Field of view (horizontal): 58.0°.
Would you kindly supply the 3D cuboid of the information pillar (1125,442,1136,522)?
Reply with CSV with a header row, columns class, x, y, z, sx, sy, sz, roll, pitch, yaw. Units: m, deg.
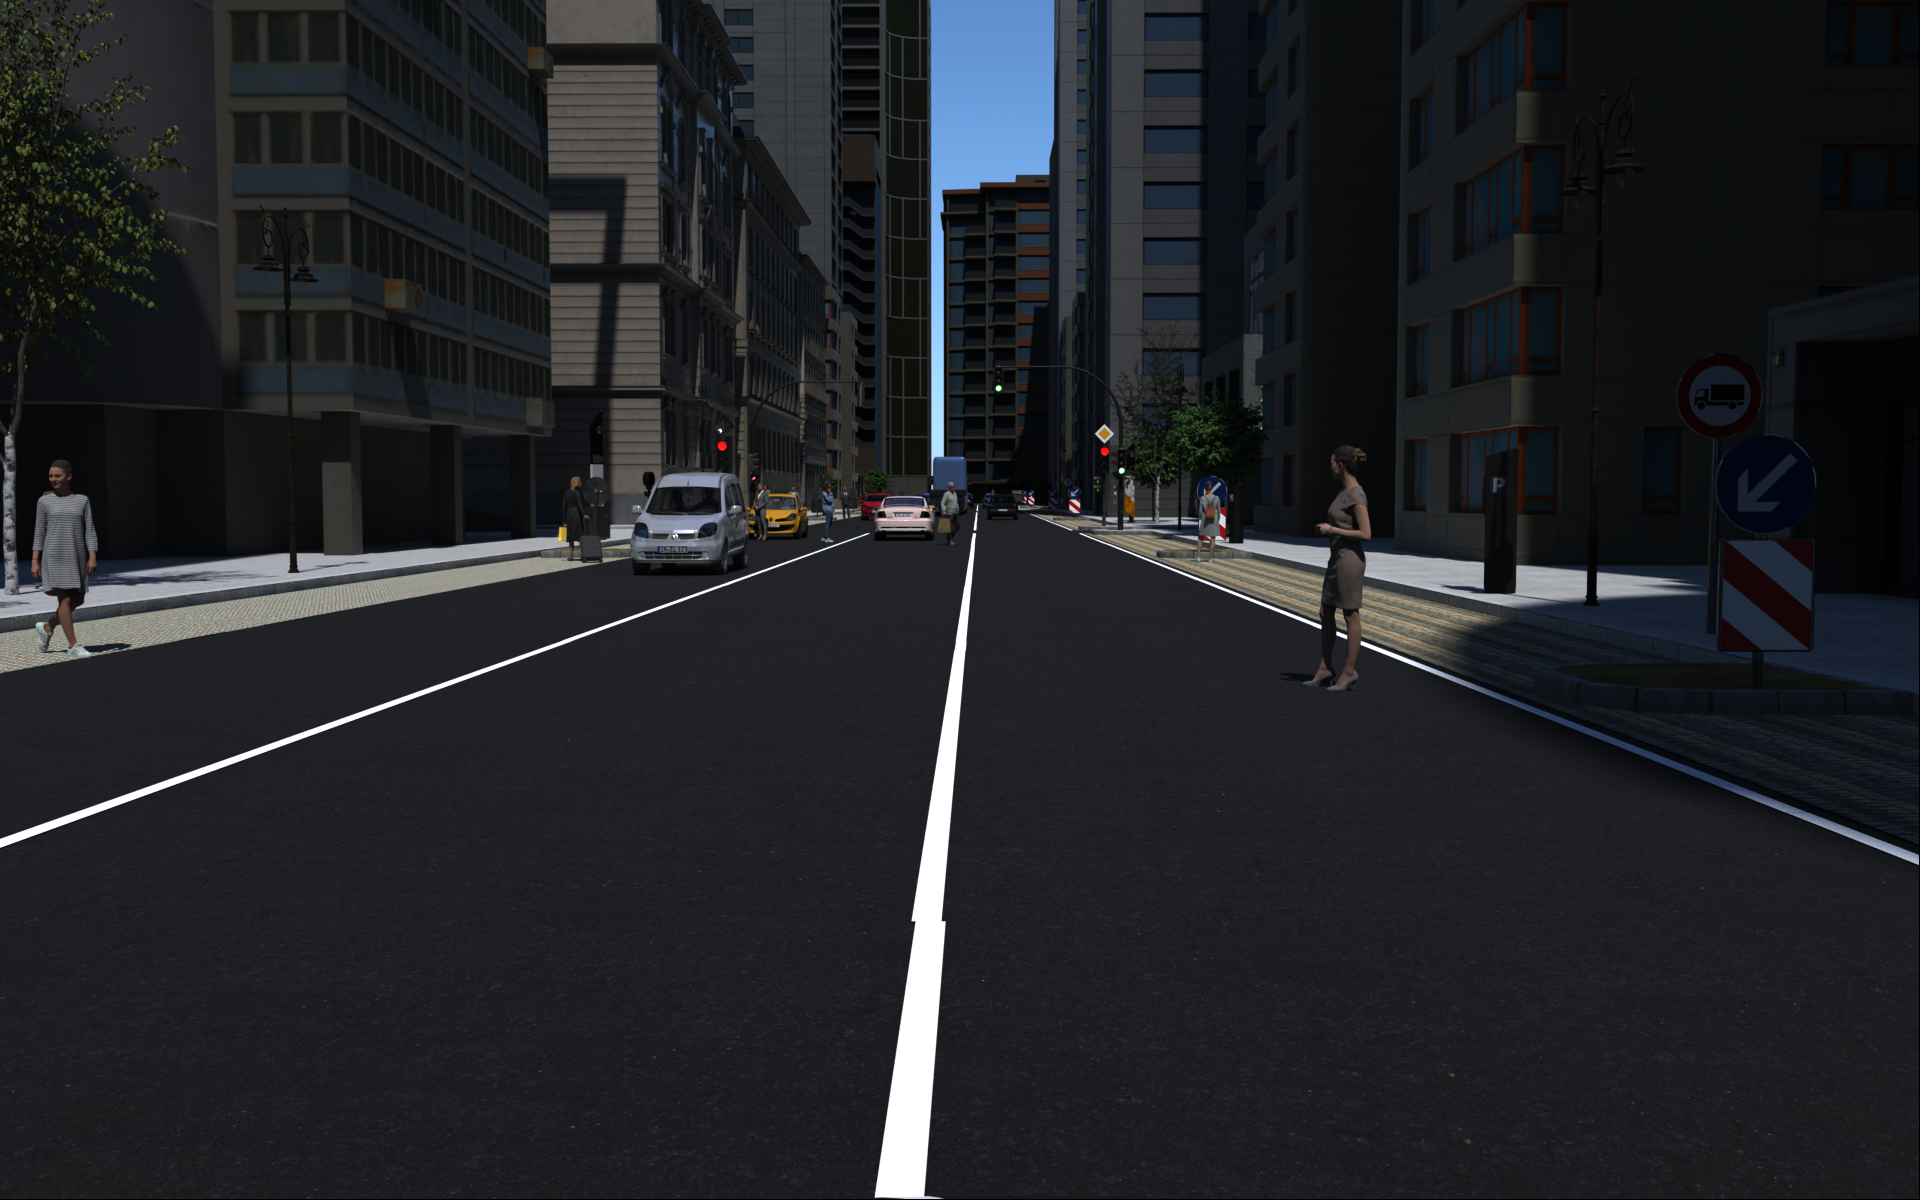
class,x,y,z,sx,sy,sz,roll,pitch,yaw
information pillar,7.675,-5.313,78.229,0.504,3.616,0.183,-2,4,-25

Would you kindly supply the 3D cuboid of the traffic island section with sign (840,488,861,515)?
class,x,y,z,sx,sy,sz,roll,pitch,yaw
traffic island section with sign,-7.433,-6.899,121.428,1.989,1.847,2.006,0,4,1

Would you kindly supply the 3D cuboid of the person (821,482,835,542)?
class,x,y,z,sx,sy,sz,roll,pitch,yaw
person,-3.945,-2.615,51.517,0.793,1.790,0.793,-2,4,-28

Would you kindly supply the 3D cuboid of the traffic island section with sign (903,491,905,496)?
class,x,y,z,sx,sy,sz,roll,pitch,yaw
traffic island section with sign,-6.590,-11.607,198.403,1.989,1.847,2.006,0,4,1

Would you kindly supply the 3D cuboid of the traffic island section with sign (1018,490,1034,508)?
class,x,y,z,sx,sy,sz,roll,pitch,yaw
traffic island section with sign,6.935,-9.978,171.763,1.989,1.847,2.006,0,4,1

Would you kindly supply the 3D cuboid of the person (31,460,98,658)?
class,x,y,z,sx,sy,sz,roll,pitch,yaw
person,-7.924,-0.367,15.245,0.760,1.731,0.466,1,4,23

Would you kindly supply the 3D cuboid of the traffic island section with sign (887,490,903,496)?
class,x,y,z,sx,sy,sz,roll,pitch,yaw
traffic island section with sign,-6.888,-9.959,171.449,1.989,1.847,2.006,0,4,1

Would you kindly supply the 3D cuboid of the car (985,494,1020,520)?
class,x,y,z,sx,sy,sz,roll,pitch,yaw
car,2.384,-5.328,96.907,2.009,1.686,4.222,0,4,1

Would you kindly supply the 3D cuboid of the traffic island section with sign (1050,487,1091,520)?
class,x,y,z,sx,sy,sz,roll,pitch,yaw
traffic island section with sign,6.082,-5.234,94.196,1.989,1.847,2.006,0,4,1

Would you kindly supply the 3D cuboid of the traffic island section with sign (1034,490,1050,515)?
class,x,y,z,sx,sy,sz,roll,pitch,yaw
traffic island section with sign,6.370,-6.895,121.354,1.989,1.847,2.006,0,4,1

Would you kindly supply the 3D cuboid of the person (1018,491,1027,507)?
class,x,y,z,sx,sy,sz,roll,pitch,yaw
person,7.006,-11.180,191.977,1.217,1.739,0.721,1,4,16

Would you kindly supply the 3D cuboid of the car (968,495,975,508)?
class,x,y,z,sx,sy,sz,roll,pitch,yaw
car,0.573,-9.845,173.545,1.945,1.354,3.894,0,4,1

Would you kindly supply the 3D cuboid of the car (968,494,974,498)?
class,x,y,z,sx,sy,sz,roll,pitch,yaw
car,0.790,-12.525,214.376,1.945,1.707,3.694,0,4,-1

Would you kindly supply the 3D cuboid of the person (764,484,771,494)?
class,x,y,z,sx,sy,sz,roll,pitch,yaw
person,-9.901,-4.949,87.311,0.716,1.782,0.532,3,4,37

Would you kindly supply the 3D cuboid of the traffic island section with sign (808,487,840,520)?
class,x,y,z,sx,sy,sz,roll,pitch,yaw
traffic island section with sign,-7.751,-5.251,94.475,1.989,1.847,2.006,0,4,1

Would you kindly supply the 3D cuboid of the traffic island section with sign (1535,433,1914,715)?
class,x,y,z,sx,sy,sz,roll,pitch,yaw
traffic island section with sign,5.168,-0.213,12.106,1.989,1.847,2.006,0,4,1

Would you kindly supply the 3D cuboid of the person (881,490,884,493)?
class,x,y,z,sx,sy,sz,roll,pitch,yaw
person,-9.148,-12.256,206.942,0.721,1.766,1.217,1,4,17

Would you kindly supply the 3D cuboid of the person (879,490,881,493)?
class,x,y,z,sx,sy,sz,roll,pitch,yaw
person,-7.481,-9.406,162.243,1.348,1.831,0.705,-2,4,-28

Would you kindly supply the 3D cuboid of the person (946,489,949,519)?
class,x,y,z,sx,sy,sz,roll,pitch,yaw
person,-0.443,-4.894,88.703,0.709,1.800,0.728,-3,5,-44

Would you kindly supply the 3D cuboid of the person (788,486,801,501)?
class,x,y,z,sx,sy,sz,roll,pitch,yaw
person,-7.927,-4.538,82.809,0.709,1.813,0.853,-1,4,-11

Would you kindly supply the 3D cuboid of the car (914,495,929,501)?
class,x,y,z,sx,sy,sz,roll,pitch,yaw
car,-3.882,-9.538,168.530,1.945,1.354,3.894,0,4,-1

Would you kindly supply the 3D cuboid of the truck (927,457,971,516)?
class,x,y,z,sx,sy,sz,roll,pitch,yaw
truck,-0.993,-7.902,118.948,2.967,4.110,18.799,0,4,2

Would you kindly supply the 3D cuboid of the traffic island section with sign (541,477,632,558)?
class,x,y,z,sx,sy,sz,roll,pitch,yaw
traffic island section with sign,-8.350,-1.889,39.510,1.989,1.847,2.006,0,4,1

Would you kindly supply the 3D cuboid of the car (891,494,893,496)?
class,x,y,z,sx,sy,sz,roll,pitch,yaw
car,-7.162,-9.679,168.038,2.009,1.686,4.222,0,4,0

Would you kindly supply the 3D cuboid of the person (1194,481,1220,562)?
class,x,y,z,sx,sy,sz,roll,pitch,yaw
person,5.184,-1.627,36.104,0.512,1.701,0.522,0,4,-6

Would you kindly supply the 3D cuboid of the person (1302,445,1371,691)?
class,x,y,z,sx,sy,sz,roll,pitch,yaw
person,2.748,-0.230,12.603,0.374,1.781,0.599,0,4,-6

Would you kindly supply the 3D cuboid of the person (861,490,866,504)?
class,x,y,z,sx,sy,sz,roll,pitch,yaw
person,-9.118,-9.567,163.933,0.415,1.643,0.593,3,5,39

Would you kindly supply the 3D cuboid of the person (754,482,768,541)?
class,x,y,z,sx,sy,sz,roll,pitch,yaw
person,-6.180,-2.733,53.455,0.520,1.790,0.573,1,4,16

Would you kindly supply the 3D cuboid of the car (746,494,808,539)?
class,x,y,z,sx,sy,sz,roll,pitch,yaw
car,-5.903,-2.802,56.035,2.015,1.641,3.980,0,4,0

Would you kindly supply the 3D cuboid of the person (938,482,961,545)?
class,x,y,z,sx,sy,sz,roll,pitch,yaw
person,-0.329,-2.433,48.759,0.515,1.767,0.782,3,4,38

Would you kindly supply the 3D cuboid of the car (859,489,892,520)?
class,x,y,z,sx,sy,sz,roll,pitch,yaw
car,-4.463,-5.280,95.364,2.155,1.783,4.494,0,4,1

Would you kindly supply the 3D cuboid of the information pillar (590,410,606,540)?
class,x,y,z,sx,sy,sz,roll,pitch,yaw
information pillar,-10.124,-3.484,48.326,0.183,3.616,0.504,2,4,27

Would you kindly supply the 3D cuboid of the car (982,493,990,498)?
class,x,y,z,sx,sy,sz,roll,pitch,yaw
car,3.349,-10.840,186.831,1.945,1.707,3.694,0,4,-1

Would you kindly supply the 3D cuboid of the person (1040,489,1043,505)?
class,x,y,z,sx,sy,sz,roll,pitch,yaw
person,9.379,-11.868,200.019,0.705,1.831,1.348,0,4,6

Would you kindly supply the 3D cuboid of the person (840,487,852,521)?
class,x,y,z,sx,sy,sz,roll,pitch,yaw
person,-6.105,-5.132,92.585,0.661,1.801,0.590,-1,4,-8

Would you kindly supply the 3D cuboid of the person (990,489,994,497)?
class,x,y,z,sx,sy,sz,roll,pitch,yaw
person,2.487,-7.500,131.370,0.529,1.795,0.600,2,4,35

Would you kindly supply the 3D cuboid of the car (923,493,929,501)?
class,x,y,z,sx,sy,sz,roll,pitch,yaw
car,-3.290,-10.618,183.189,1.945,1.707,3.694,0,4,2

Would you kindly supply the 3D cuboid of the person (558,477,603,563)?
class,x,y,z,sx,sy,sz,roll,pitch,yaw
person,-7.998,-1.691,36.362,0.699,1.804,1.509,-1,4,-23

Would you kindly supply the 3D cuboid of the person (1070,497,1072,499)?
class,x,y,z,sx,sy,sz,roll,pitch,yaw
person,8.560,-7.573,130.286,0.576,1.772,0.534,1,4,15

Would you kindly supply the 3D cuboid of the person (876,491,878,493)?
class,x,y,z,sx,sy,sz,roll,pitch,yaw
person,-9.492,-11.580,196.192,1.217,1.723,0.721,3,4,38

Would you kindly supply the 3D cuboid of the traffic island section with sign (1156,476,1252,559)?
class,x,y,z,sx,sy,sz,roll,pitch,yaw
traffic island section with sign,5.472,-1.861,39.060,1.989,1.847,2.006,0,4,1

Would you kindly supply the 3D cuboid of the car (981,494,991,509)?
class,x,y,z,sx,sy,sz,roll,pitch,yaw
car,3.118,-9.819,172.538,2.014,1.417,4.499,0,4,1

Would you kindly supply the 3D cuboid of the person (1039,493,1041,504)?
class,x,y,z,sx,sy,sz,roll,pitch,yaw
person,9.693,-12.452,211.098,0.415,1.643,0.593,-3,5,-44

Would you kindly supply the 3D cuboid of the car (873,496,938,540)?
class,x,y,z,sx,sy,sz,roll,pitch,yaw
car,-1.738,-2.600,54.871,2.083,1.381,4.827,0,4,0

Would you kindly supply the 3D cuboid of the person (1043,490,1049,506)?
class,x,y,z,sx,sy,sz,roll,pitch,yaw
person,9.324,-11.034,187.134,0.721,1.739,1.217,2,4,35

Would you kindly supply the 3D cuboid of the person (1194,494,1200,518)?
class,x,y,z,sx,sy,sz,roll,pitch,yaw
person,12.730,-5.048,92.854,0.394,1.301,0.425,-1,4,-15
